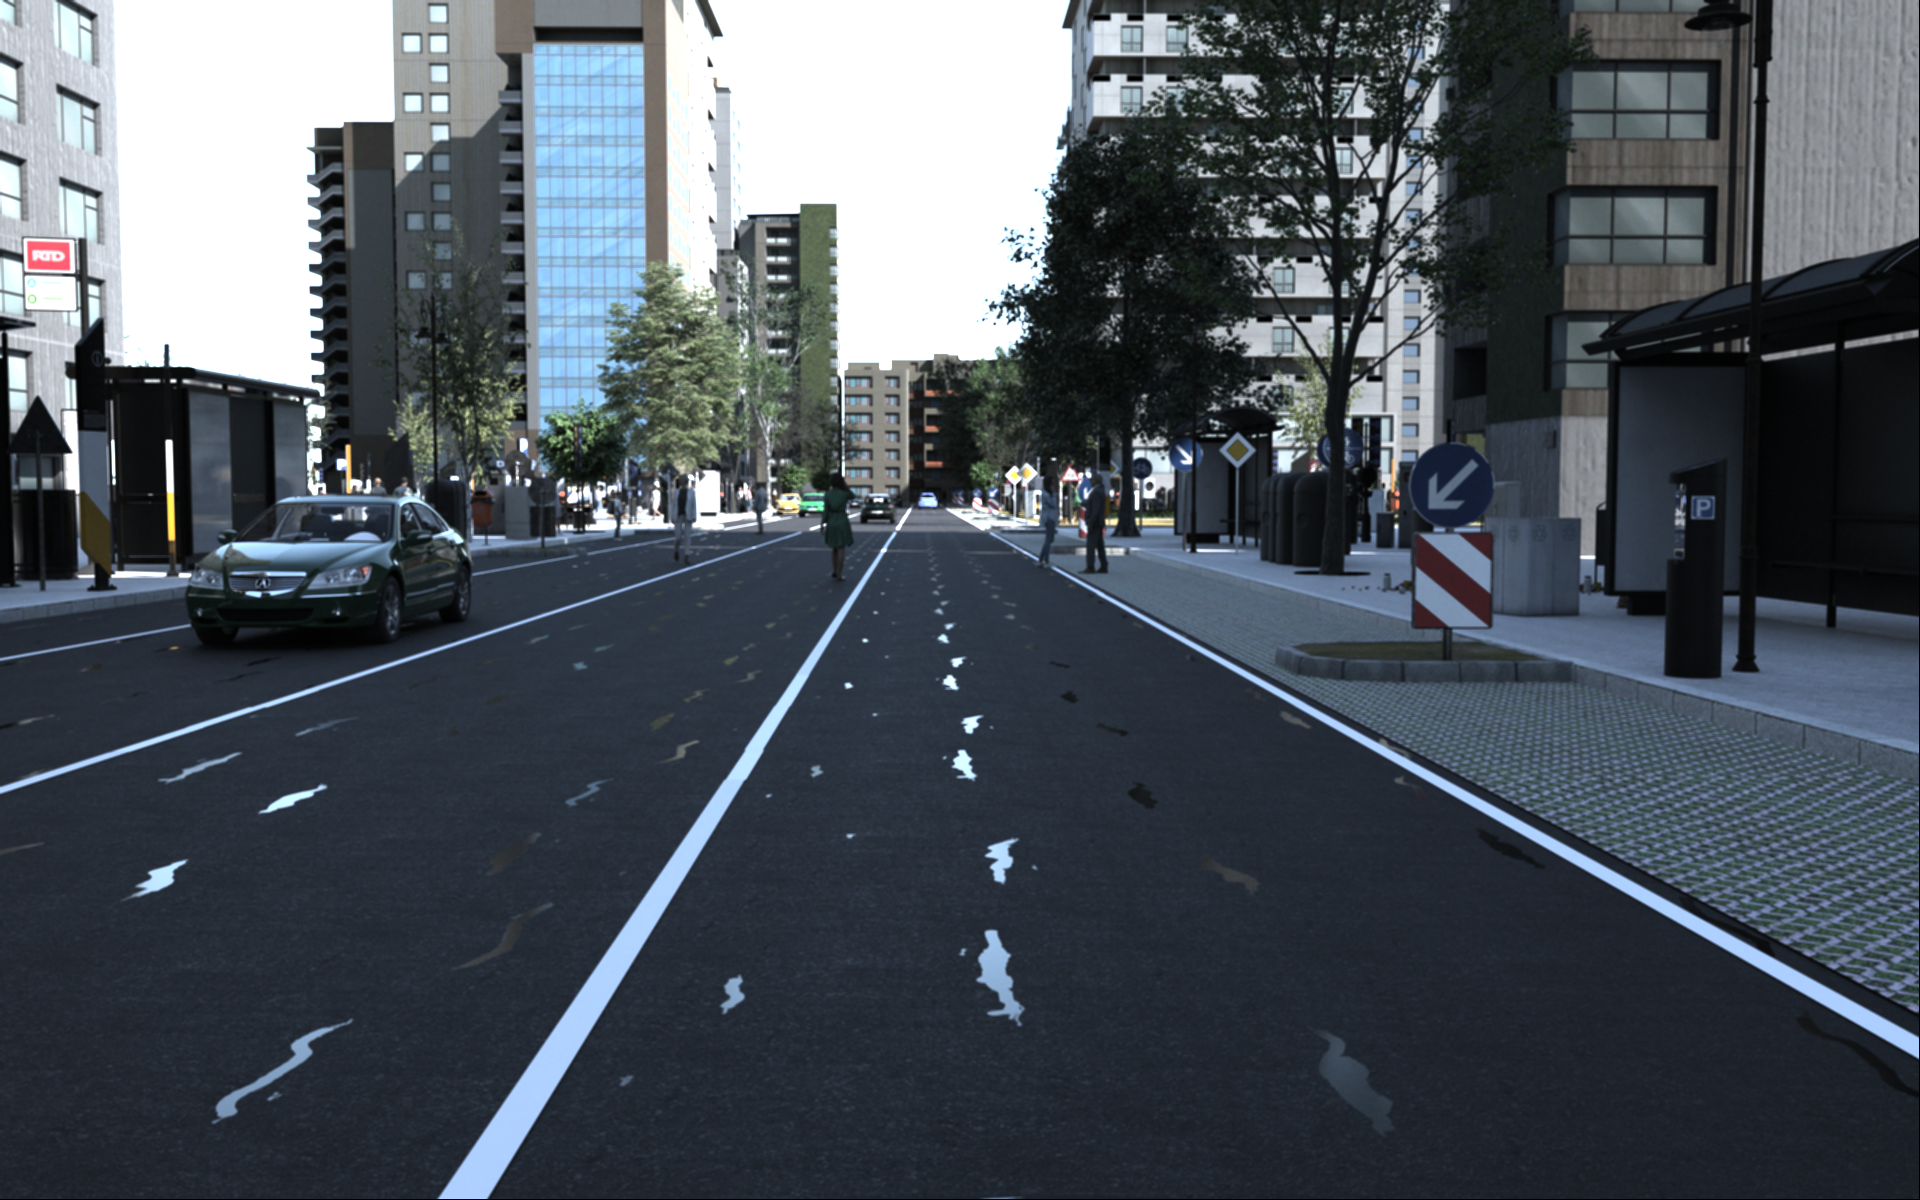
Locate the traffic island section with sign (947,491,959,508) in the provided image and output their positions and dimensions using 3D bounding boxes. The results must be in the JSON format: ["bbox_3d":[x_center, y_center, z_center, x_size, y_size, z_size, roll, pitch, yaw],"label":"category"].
[{"bbox_3d":[-0.059,-10.098,173.729,1.989,1.847,2.006,0,4,-1],"label":"traffic island section with sign"}]

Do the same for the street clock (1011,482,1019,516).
[{"bbox_3d":[3.247,-5.975,102.264,0.471,2.002,0.358,-2,4,-35],"label":"street clock"}]

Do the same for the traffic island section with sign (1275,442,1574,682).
[{"bbox_3d":[3.641,-0.331,14.033,1.989,1.847,2.006,0,4,-1],"label":"traffic island section with sign"}]

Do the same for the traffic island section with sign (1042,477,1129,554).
[{"bbox_3d":[2.992,-2.027,41.771,1.989,1.847,2.006,0,4,-1],"label":"traffic island section with sign"}]

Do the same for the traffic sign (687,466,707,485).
[{"bbox_3d":[-10.816,-4.220,71.193,0.795,2.593,0.064,0,4,-1],"label":"traffic sign"}]

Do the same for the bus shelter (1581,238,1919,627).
[{"bbox_3d":[7.677,-1.336,15.763,2.014,3.302,5.546,0,4,-1],"label":"bus shelter"}]

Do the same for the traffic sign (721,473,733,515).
[{"bbox_3d":[-14.274,-6.475,105.972,0.768,2.556,0.104,0,4,2],"label":"traffic sign"}]

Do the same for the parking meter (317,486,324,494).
[{"bbox_3d":[-45.031,-7.110,121.966,0.255,1.863,0.399,2,4,30],"label":"parking meter"}]

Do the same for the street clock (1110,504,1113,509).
[{"bbox_3d":[12.039,-8.140,137.652,0.358,2.002,0.471,3,5,42],"label":"street clock"}]

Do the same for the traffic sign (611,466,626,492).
[{"bbox_3d":[-15.463,-4.775,78.180,0.768,2.556,0.104,0,4,0],"label":"traffic sign"}]

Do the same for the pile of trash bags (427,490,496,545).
[{"bbox_3d":[-13.270,-2.042,43.133,3.447,1.369,1.912,0,4,2],"label":"pile of trash bags"}]

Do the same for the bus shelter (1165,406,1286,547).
[{"bbox_3d":[6.432,-2.981,42.670,2.014,3.302,5.546,0,4,-1],"label":"bus shelter"}]

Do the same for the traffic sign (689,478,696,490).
[{"bbox_3d":[-14.781,-5.905,96.647,0.768,2.556,0.104,0,4,-1],"label":"traffic sign"}]

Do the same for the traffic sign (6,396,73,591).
[{"bbox_3d":[-12.170,-1.401,22.907,0.884,2.594,0.081,0,4,1],"label":"traffic sign"}]

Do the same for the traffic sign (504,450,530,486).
[{"bbox_3d":[-12.858,-3.067,50.257,0.768,2.556,0.104,0,4,7],"label":"traffic sign"}]

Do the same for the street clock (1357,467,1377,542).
[{"bbox_3d":[10.823,-2.540,46.105,0.471,2.002,0.358,-1,4,-22],"label":"street clock"}]

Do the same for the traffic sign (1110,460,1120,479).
[{"bbox_3d":[5.428,-3.852,62.716,0.795,2.593,0.064,0,4,1],"label":"traffic sign"}]

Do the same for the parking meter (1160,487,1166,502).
[{"bbox_3d":[15.889,-7.932,135.406,0.399,1.863,0.255,1,4,20],"label":"parking meter"}]

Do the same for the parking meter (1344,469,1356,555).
[{"bbox_3d":[8.038,-1.883,36.490,0.255,1.863,0.399,-3,5,-39],"label":"parking meter"}]

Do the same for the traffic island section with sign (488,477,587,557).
[{"bbox_3d":[-9.809,-1.948,40.475,1.989,1.847,2.006,0,4,-1],"label":"traffic island section with sign"}]

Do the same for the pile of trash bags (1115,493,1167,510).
[{"bbox_3d":[11.736,-6.262,112.137,3.447,1.369,1.912,0,4,6],"label":"pile of trash bags"}]

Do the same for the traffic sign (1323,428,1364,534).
[{"bbox_3d":[7.341,-2.024,33.202,0.768,2.556,0.104,0,4,8],"label":"traffic sign"}]

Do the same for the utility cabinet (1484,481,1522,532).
[{"bbox_3d":[9.691,-1.365,31.003,0.318,1.500,1.173,0,4,0],"label":"utility cabinet"}]

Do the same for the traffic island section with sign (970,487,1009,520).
[{"bbox_3d":[1.731,-5.370,96.427,1.989,1.847,2.006,0,4,-1],"label":"traffic island section with sign"}]

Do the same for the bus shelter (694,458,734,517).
[{"bbox_3d":[-14.488,-6.572,101.372,2.014,3.302,5.546,0,4,-1],"label":"bus shelter"}]

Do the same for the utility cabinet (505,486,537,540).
[{"bbox_3d":[-12.268,-2.431,48.431,1.173,1.500,0.318,3,5,44],"label":"utility cabinet"}]

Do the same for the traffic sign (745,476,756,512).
[{"bbox_3d":[-14.894,-7.515,122.979,0.768,2.556,0.104,0,4,1],"label":"traffic sign"}]

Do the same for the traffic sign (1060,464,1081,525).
[{"bbox_3d":[4.599,-4.398,71.914,0.884,2.594,0.081,0,4,1],"label":"traffic sign"}]

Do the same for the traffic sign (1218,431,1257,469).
[{"bbox_3d":[5.837,-2.240,36.350,0.795,2.593,0.064,0,4,7],"label":"traffic sign"}]

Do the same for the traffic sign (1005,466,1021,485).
[{"bbox_3d":[2.275,-4.238,71.474,0.795,2.593,0.064,0,4,-1],"label":"traffic sign"}]

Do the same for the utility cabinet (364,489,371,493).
[{"bbox_3d":[-35.165,-5.779,103.166,1.173,1.500,0.318,-1,4,-21],"label":"utility cabinet"}]

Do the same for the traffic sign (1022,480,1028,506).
[{"bbox_3d":[4.880,-8.070,132.058,0.768,2.556,0.104,0,4,8],"label":"traffic sign"}]

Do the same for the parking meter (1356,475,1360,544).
[{"bbox_3d":[10.071,-2.380,44.624,0.399,1.863,0.255,2,4,24],"label":"parking meter"}]

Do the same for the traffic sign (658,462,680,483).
[{"bbox_3d":[-10.632,-3.732,63.210,0.795,2.593,0.064,0,4,-1],"label":"traffic sign"}]

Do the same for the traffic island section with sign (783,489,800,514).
[{"bbox_3d":[-11.737,-7.063,124.115,1.989,1.847,2.006,0,4,-1],"label":"traffic island section with sign"}]

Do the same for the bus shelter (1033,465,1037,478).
[{"bbox_3d":[5.522,-6.952,107.590,2.014,3.302,5.546,0,4,-1],"label":"bus shelter"}]

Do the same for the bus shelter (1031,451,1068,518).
[{"bbox_3d":[5.040,-6.456,96.841,1.731,3.624,6.357,0,4,-1],"label":"bus shelter"}]

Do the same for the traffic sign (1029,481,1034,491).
[{"bbox_3d":[5.411,-7.766,127.087,0.768,2.556,0.104,0,4,6],"label":"traffic sign"}]

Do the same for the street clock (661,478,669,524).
[{"bbox_3d":[-12.790,-4.327,75.308,0.358,2.002,0.471,1,4,17],"label":"street clock"}]

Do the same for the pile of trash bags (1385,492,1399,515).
[{"bbox_3d":[22.043,-5.011,91.681,1.912,1.369,3.447,-2,4,-30],"label":"pile of trash bags"}]

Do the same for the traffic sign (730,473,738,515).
[{"bbox_3d":[-14.065,-6.524,106.768,0.768,2.556,0.104,0,4,7],"label":"traffic sign"}]

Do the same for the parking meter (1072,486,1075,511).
[{"bbox_3d":[8.566,-7.561,129.338,0.255,1.863,0.399,2,4,25],"label":"parking meter"}]

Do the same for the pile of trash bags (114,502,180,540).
[{"bbox_3d":[-21.884,-2.232,46.239,1.912,1.369,3.447,0,4,-4],"label":"pile of trash bags"}]

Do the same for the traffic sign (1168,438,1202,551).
[{"bbox_3d":[5.098,-2.394,39.254,0.768,2.556,0.104,0,4,0],"label":"traffic sign"}]

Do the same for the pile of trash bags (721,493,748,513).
[{"bbox_3d":[-15.855,-6.684,119.033,1.912,1.369,3.447,-2,4,-35],"label":"pile of trash bags"}]

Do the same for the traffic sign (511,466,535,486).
[{"bbox_3d":[-13.911,-3.363,54.986,0.884,2.594,0.081,1,4,8],"label":"traffic sign"}]

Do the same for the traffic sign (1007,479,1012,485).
[{"bbox_3d":[4.108,-8.469,138.570,0.768,2.556,0.104,0,4,4],"label":"traffic sign"}]

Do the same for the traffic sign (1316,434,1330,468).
[{"bbox_3d":[7.627,-2.149,35.244,0.768,2.556,0.104,0,4,6],"label":"traffic sign"}]

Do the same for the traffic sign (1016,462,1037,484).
[{"bbox_3d":[2.459,-3.749,63.491,0.795,2.593,0.064,0,4,-1],"label":"traffic sign"}]

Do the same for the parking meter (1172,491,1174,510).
[{"bbox_3d":[14.416,-6.604,116.389,0.372,1.533,0.369,0,3,0],"label":"parking meter"}]

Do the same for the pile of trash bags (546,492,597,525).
[{"bbox_3d":[-16.636,-3.903,73.563,1.912,1.369,3.447,-2,4,-24],"label":"pile of trash bags"}]

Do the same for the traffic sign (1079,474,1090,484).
[{"bbox_3d":[6.122,-5.075,85.099,0.606,2.300,0.079,0,4,8],"label":"traffic sign"}]

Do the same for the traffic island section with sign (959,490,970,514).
[{"bbox_3d":[1.094,-7.050,123.887,1.989,1.847,2.006,0,4,-1],"label":"traffic island section with sign"}]

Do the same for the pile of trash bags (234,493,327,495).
[{"bbox_3d":[-20.466,-2.578,51.907,3.447,1.369,1.912,0,4,-6],"label":"pile of trash bags"}]

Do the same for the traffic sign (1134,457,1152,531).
[{"bbox_3d":[6.304,-3.684,60.335,0.768,2.556,0.104,0,4,-1],"label":"traffic sign"}]

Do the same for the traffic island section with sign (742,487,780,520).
[{"bbox_3d":[-11.094,-5.381,96.612,1.989,1.847,2.006,0,4,-1],"label":"traffic island section with sign"}]

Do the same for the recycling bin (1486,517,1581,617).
[{"bbox_3d":[6.109,-0.363,18.488,0.722,1.027,0.722,-1,4,-18],"label":"recycling bin"}]

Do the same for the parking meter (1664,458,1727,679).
[{"bbox_3d":[5.167,-0.230,12.171,0.372,1.533,0.369,0,3,0],"label":"parking meter"}]
